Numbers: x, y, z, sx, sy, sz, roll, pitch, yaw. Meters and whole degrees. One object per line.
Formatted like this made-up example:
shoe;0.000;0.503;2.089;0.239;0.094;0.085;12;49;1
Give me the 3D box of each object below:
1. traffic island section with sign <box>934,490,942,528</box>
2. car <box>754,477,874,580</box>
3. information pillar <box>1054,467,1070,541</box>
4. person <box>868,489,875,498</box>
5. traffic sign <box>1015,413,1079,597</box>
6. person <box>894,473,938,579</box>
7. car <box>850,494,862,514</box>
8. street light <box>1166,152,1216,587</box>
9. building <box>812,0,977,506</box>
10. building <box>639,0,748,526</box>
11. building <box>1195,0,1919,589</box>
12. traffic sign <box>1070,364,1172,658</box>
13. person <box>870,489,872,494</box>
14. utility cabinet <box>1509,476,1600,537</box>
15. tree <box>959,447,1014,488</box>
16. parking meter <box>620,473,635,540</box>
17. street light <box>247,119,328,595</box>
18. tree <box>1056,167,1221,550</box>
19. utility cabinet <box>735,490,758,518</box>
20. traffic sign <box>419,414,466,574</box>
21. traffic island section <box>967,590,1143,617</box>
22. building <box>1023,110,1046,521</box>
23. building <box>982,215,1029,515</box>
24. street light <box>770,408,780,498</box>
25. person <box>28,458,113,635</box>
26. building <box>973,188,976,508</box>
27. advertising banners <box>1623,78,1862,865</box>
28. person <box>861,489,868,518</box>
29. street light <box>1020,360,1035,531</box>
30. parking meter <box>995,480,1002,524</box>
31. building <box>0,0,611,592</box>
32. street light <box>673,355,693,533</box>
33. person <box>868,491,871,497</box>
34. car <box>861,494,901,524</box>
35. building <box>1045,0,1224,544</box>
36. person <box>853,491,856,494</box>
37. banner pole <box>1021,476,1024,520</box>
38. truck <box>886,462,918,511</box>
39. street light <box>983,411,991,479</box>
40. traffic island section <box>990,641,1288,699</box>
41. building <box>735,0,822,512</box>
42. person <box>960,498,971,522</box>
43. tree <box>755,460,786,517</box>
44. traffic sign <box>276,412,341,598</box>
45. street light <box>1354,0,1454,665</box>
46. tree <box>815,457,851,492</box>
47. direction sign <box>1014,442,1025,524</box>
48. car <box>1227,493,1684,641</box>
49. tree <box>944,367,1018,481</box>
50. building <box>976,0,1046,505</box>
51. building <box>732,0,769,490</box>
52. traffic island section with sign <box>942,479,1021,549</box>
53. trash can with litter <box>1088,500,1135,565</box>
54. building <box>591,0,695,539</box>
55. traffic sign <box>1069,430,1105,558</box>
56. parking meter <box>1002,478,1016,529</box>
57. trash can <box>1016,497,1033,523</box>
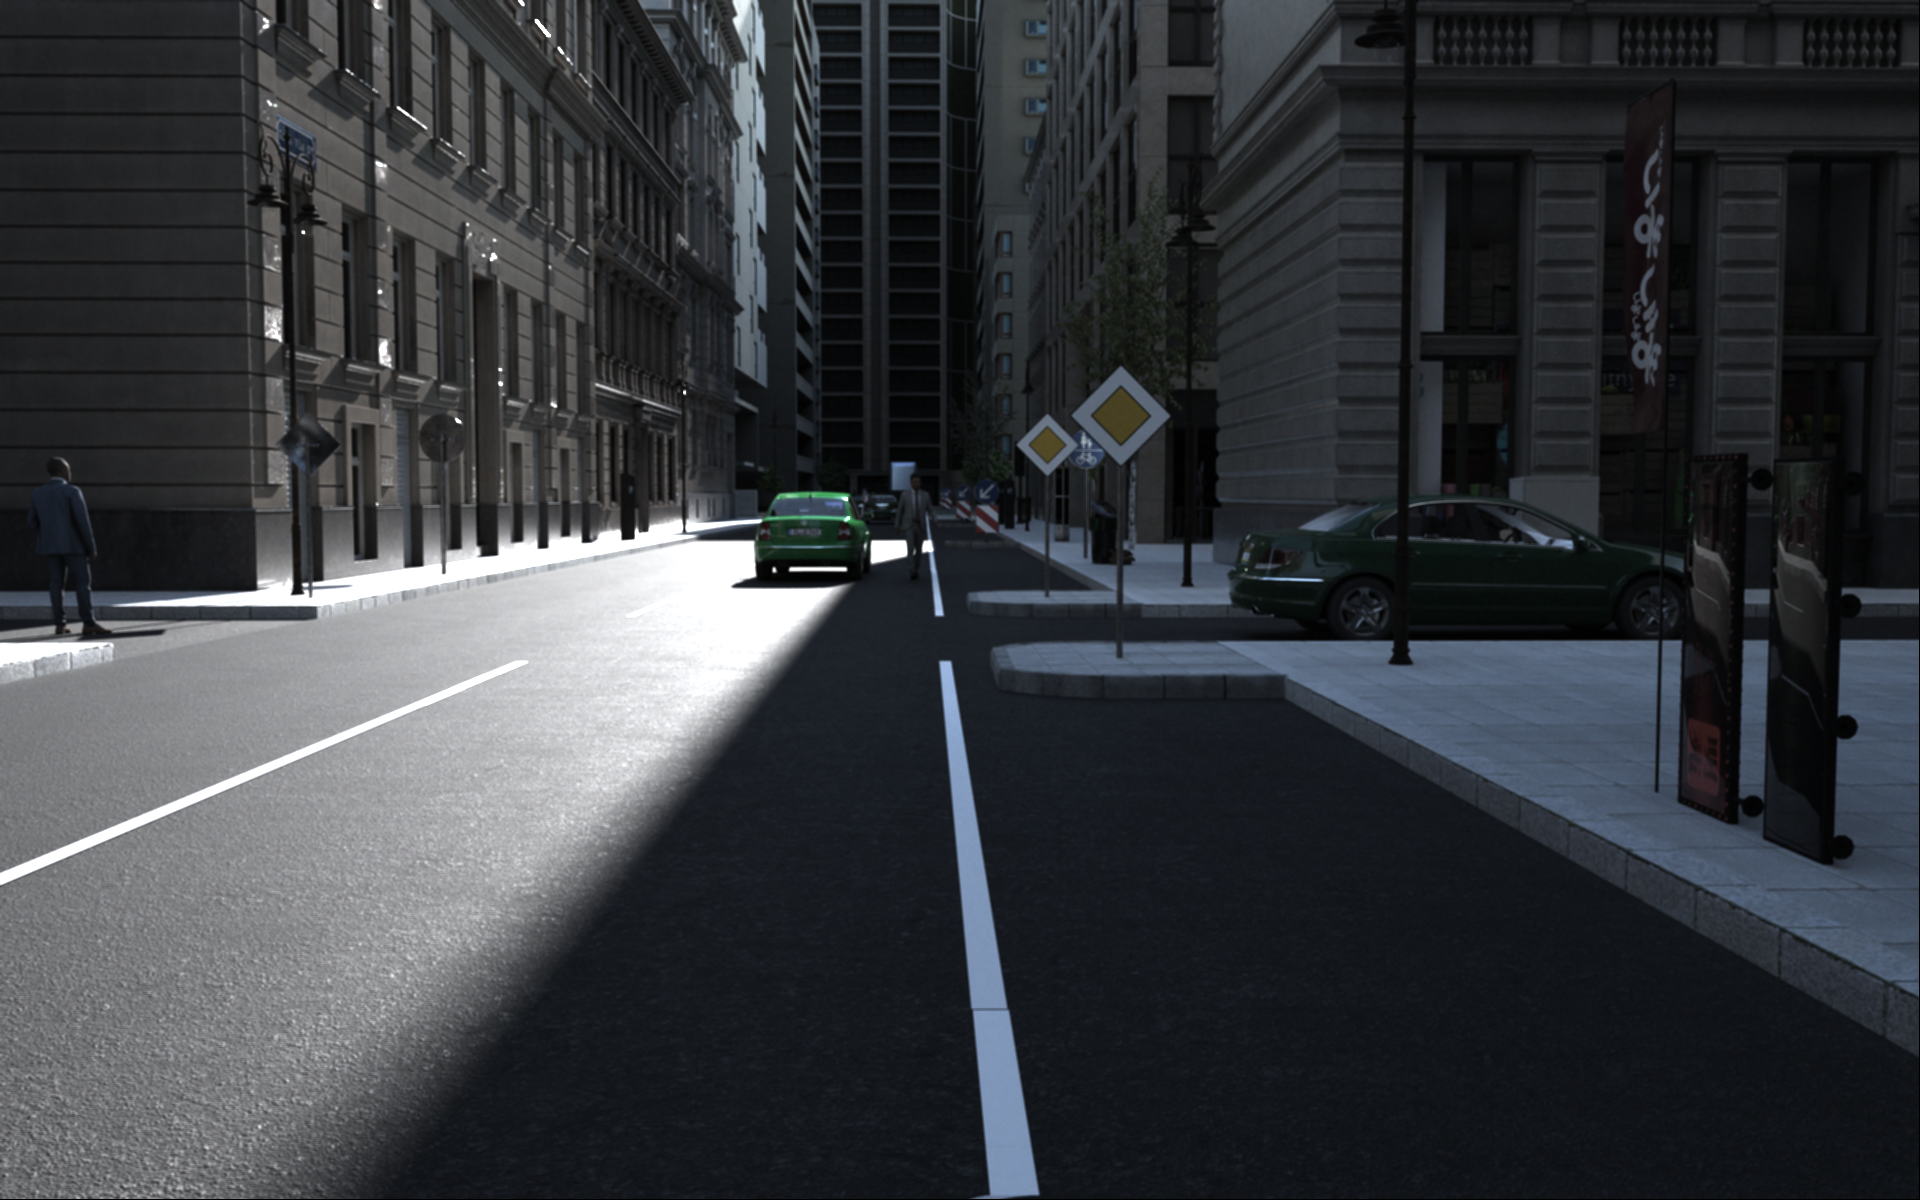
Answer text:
traffic island section with sign;0.018;-3.999;74.016;1.989;1.847;2.006;0;4;-1
car;-2.516;-1.318;30.342;1.959;1.807;4.718;0;4;0
information pillar;2.767;-2.599;46.982;0.304;2.012;0.304;3;4;38
person;-5.242;-5.770;103.546;1.217;1.736;0.721;3;4;38
traffic sign;1.080;-1.091;21.487;0.795;2.450;0.064;0;4;-1
person;-0.750;-1.251;29.229;0.678;1.792;0.850;-1;4;-13
car;-6.886;-6.245;111.894;2.009;1.686;4.222;0;4;-1
street light;3.158;-3.125;23.881;0.468;5.910;1.993;0;4;-1
building;-6.143;-45.932;189.238;20.611;71.187;20.563;0;4;-1
building;-17.467;-17.742;77.465;14.401;28.519;23.554;0;4;-1
building;14.118;-12.147;27.486;19.941;23.489;11.050;0;4;-1
traffic sign;1.246;-0.603;13.503;0.795;2.450;0.064;0;4;-1
person;-8.087;-9.194;158.450;1.348;1.869;0.705;-2;4;-32
utility cabinet;7.481;-0.806;21.862;1.173;1.500;0.318;-1;4;-22
tree;1.634;-7.430;105.199;4.285;4.588;4.351;0;3;0
parking meter;-9.264;-2.606;48.318;0.255;1.863;0.399;2;4;27
street light;-8.446;-3.005;21.914;0.468;5.910;1.993;0;4;-1
tree;4.056;-5.486;40.051;4.737;8.622;4.395;0;3;0
utility cabinet;-11.518;-5.179;93.361;1.173;1.500;0.318;1;4;12
traffic sign;-8.255;-1.684;27.638;0.768;2.556;0.104;0;4;5
traffic island section;1.104;0.044;21.564;2.009;0.180;2.903;0;4;-1
building;8.550;-14.551;87.057;9.793;20.994;18.267;0;4;-1
building;15.823;-16.950;122.171;27.650;21.520;28.899;0;4;-1
street light;-9.955;-7.365;93.213;0.468;5.910;1.993;0;4;-1
person;-9.120;-0.550;17.682;0.721;1.800;0.419;0;3;0
building;8.230;-24.042;164.789;14.160;30.474;14.107;0;4;-1
advertising banners;3.002;-0.652;6.845;0.090;3.025;2.074;0;3;0
person;-5.460;-5.499;99.075;0.621;1.740;0.551;-1;4;-13
street light;2.337;-5.339;60.083;0.468;5.910;1.993;0;4;-1
parking meter;1.681;-4.130;73.237;0.255;1.863;0.399;3;5;42
building;-15.167;-14.480;34.007;12.463;27.353;25.104;0;4;-1
street light;-9.194;-5.186;57.579;0.468;5.910;1.993;0;4;-1
person;-7.932;-8.617;150.095;0.721;1.736;1.217;-2;4;-27
car;-3.733;-4.392;83.607;2.131;1.459;4.920;0;4;-2
building;13.788;-15.677;60.834;19.350;26.468;34.151;0;4;-1
person;-8.995;-8.357;145.927;0.721;1.735;1.217;3;4;38
banner pole;3.001;-5.838;85.472;0.401;3.779;0.863;0;4;8
truck;-4.517;-9.117;138.817;2.967;4.110;18.799;0;4;-2
street light;1.508;-7.544;96.130;0.468;5.910;1.993;0;4;-1
traffic island section;1.270;0.532;13.581;2.009;0.180;2.903;0;4;-1
building;-24.034;-32.803;160.031;21.600;48.544;21.300;0;4;-1
person;0.254;-4.879;88.082;0.655;1.846;0.447;-2;4;-29
tree;-10.672;-6.261;96.975;1.663;3.219;1.824;0;3;0
traffic sign;-8.012;-1.081;21.318;0.795;2.450;0.064;0;4;-1
street light;3.326;-2.453;12.893;0.468;5.910;1.993;0;4;-1
tree;-11.247;-10.365;153.178;4.285;4.588;4.351;0;3;0
direction sign;2.588;-5.075;74.977;0.379;3.537;0.876;2;4;32
car;5.172;-0.341;17.372;4.920;1.459;2.131;0;4;-2
tree;1.282;-9.142;99.826;4.360;8.622;3.978;0;3;0
building;12.318;-31.975;146.498;21.300;48.544;21.600;0;4;-1
building;-30.288;-36.987;193.976;27.495;52.752;28.713;0;4;-1
traffic island section with sign;0.587;-2.316;46.491;1.989;1.847;2.006;0;4;-1
trash can with litter;2.826;-1.245;31.744;0.624;1.170;1.055;-2;4;-33
building;-15.128;-11.730;56.417;10.561;19.102;19.286;0;4;-1
traffic sign;2.510;-2.105;34.517;0.768;2.556;0.104;0;4;3
parking meter;1.854;-3.561;63.929;0.399;1.863;0.255;0;4;1
trash can;2.877;-4.037;77.656;0.748;1.137;0.748;0;3;0
